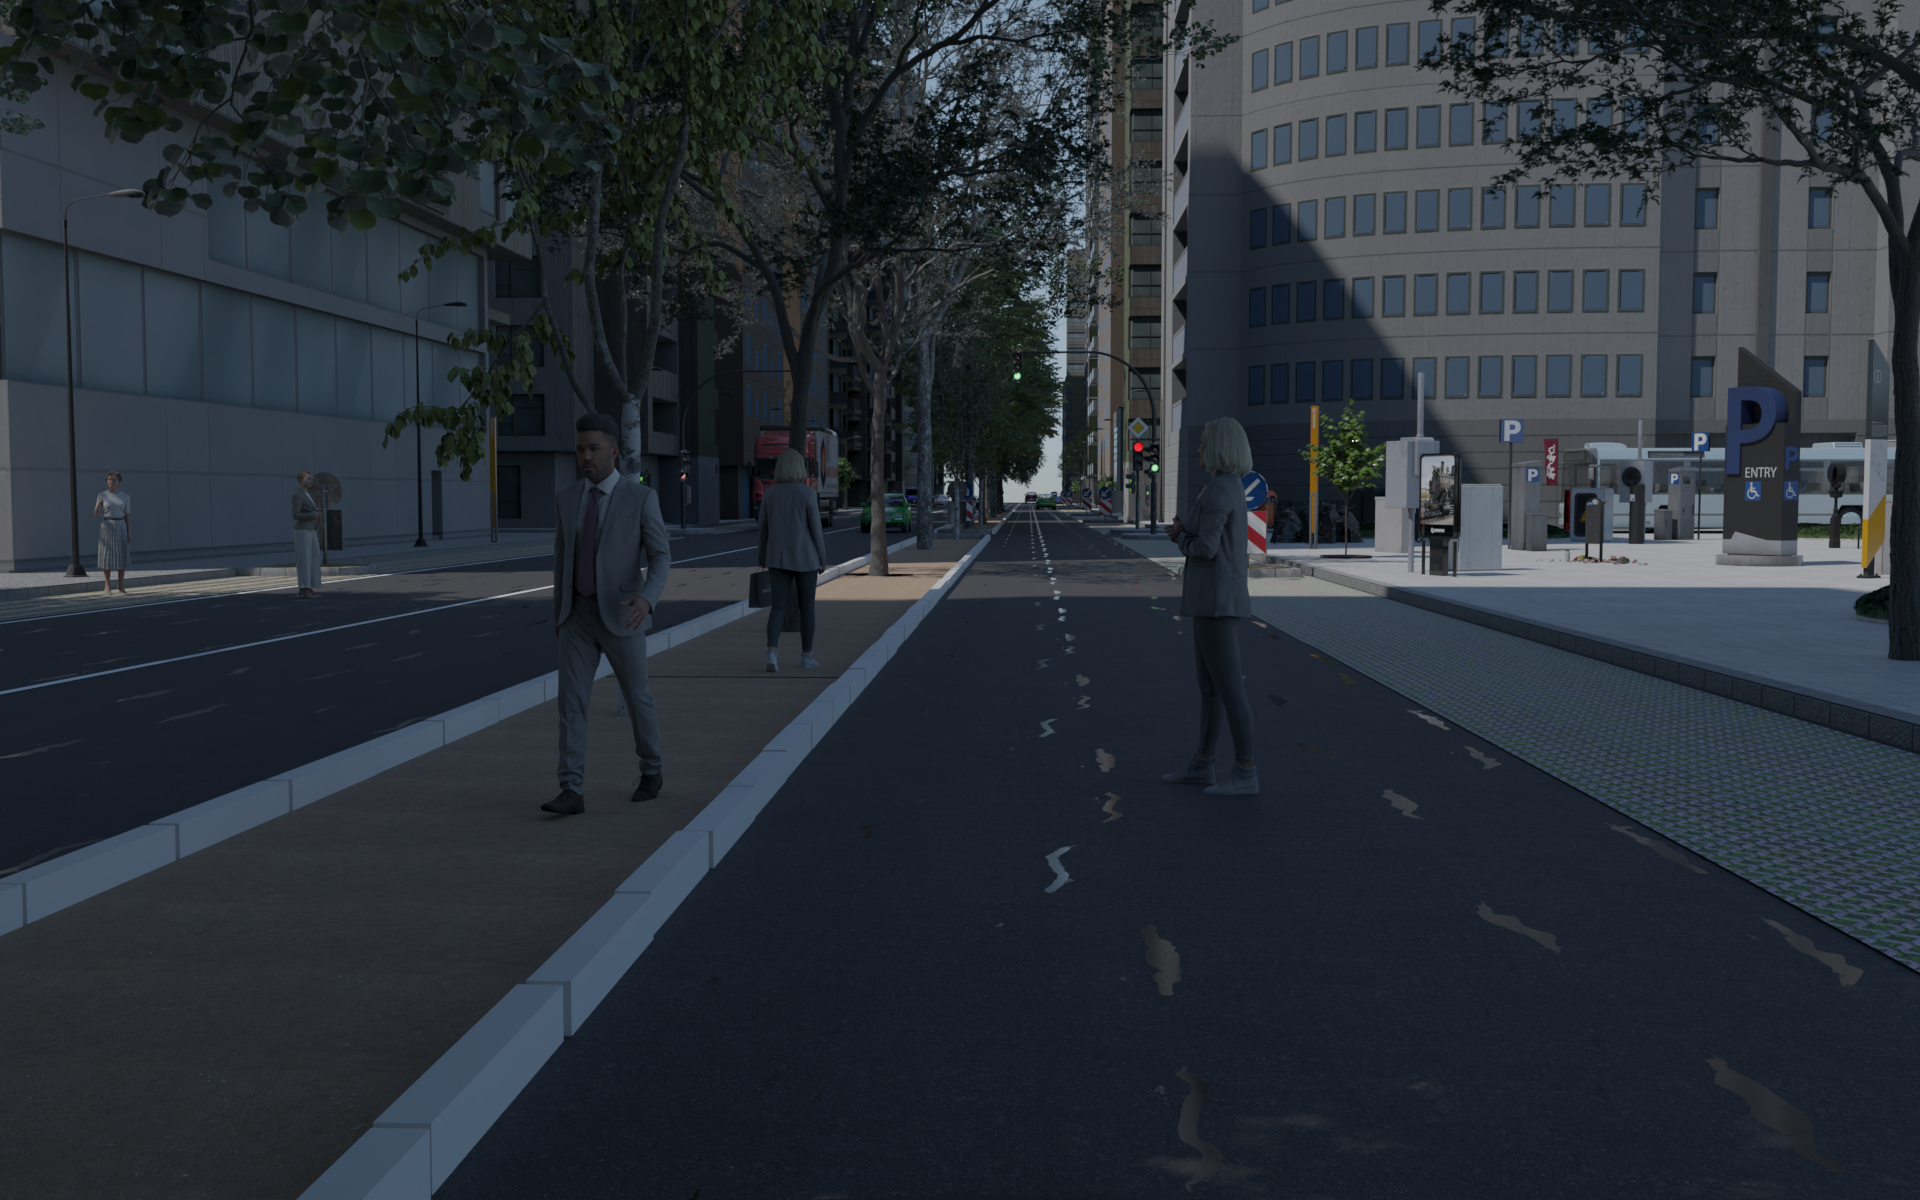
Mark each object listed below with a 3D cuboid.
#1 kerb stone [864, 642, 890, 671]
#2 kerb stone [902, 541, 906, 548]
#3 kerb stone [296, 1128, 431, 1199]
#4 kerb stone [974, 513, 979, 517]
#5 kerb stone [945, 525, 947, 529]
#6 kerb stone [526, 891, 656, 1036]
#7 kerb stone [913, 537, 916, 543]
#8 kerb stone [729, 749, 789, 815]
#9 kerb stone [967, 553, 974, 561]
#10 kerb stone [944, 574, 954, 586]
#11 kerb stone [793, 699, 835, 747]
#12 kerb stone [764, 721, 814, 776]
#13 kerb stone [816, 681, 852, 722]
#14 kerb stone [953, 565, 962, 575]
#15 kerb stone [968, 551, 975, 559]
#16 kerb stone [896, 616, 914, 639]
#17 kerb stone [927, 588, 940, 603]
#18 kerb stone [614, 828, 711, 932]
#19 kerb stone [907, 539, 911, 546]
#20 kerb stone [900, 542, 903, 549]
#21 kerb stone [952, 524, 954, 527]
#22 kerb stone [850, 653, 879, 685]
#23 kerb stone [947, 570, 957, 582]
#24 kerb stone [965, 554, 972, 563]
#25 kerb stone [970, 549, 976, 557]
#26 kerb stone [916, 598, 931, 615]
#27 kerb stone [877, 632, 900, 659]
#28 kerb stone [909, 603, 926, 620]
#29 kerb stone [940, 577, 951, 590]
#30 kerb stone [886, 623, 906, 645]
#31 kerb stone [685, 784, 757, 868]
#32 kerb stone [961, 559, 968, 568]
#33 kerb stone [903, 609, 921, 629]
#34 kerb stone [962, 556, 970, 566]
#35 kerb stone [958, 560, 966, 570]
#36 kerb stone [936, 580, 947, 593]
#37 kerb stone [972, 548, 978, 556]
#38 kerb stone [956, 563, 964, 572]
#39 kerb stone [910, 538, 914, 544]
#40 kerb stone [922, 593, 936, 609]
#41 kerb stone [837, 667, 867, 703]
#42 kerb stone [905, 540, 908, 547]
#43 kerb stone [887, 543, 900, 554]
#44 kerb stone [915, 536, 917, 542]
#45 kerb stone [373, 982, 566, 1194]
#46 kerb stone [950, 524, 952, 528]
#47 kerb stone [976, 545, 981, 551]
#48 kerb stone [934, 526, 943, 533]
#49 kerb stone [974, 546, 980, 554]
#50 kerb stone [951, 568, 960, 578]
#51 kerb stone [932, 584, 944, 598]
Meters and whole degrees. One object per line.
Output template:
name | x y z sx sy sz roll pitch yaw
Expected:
kerb stone | -0.702 0.482 14.310 0.120 0.150 1.000 0 4 2
kerb stone | -1.566 -1.404 45.146 0.120 0.150 1.000 0 4 2
kerb stone | -1.154 1.175 3.014 0.120 0.150 1.000 0 4 2
kerb stone | 1.172 -5.631 114.328 0.120 0.150 1.000 0 4 2
kerb stone | -0.701 -2.753 67.213 0.120 0.150 1.000 0 4 2
kerb stone | -1.067 1.050 5.075 0.120 0.150 1.000 0 4 2
kerb stone | -1.413 -1.655 49.255 0.120 0.150 1.000 0 4 2
kerb stone | -0.949 0.864 8.159 0.120 0.150 1.000 0 4 2
kerb stone | 0.154 -0.835 35.845 0.120 0.150 1.000 0 4 2
kerb stone | -0.210 -0.263 26.619 0.120 0.150 1.000 0 4 2
kerb stone | -0.869 0.734 10.212 0.120 0.150 1.000 0 4 2
kerb stone | -0.912 0.795 9.190 0.120 0.150 1.000 0 4 2
kerb stone | -0.828 0.671 11.236 0.120 0.150 1.000 0 4 2
kerb stone | -0.091 -0.455 29.703 0.120 0.150 1.000 0 4 2
kerb stone | 0.195 -0.897 36.869 0.120 0.150 1.000 0 4 2
kerb stone | -0.578 0.294 17.387 0.120 0.150 1.000 0 4 2
kerb stone | -0.374 -0.020 22.525 0.120 0.150 1.000 0 4 2
kerb stone | -1.037 0.985 6.096 0.120 0.150 1.000 0 4 2
kerb stone | -1.494 -1.528 47.203 0.120 0.150 1.000 0 4 2
kerb stone | -1.612 -1.341 44.125 0.120 0.150 1.000 0 4 2
kerb stone | -0.457 -3.128 73.343 0.120 0.150 1.000 0 4 2
kerb stone | -0.741 0.545 13.287 0.120 0.150 1.000 0 4 2
kerb stone | -0.169 -0.333 27.652 0.120 0.150 1.000 0 4 2
kerb stone | 0.116 -0.772 34.818 0.120 0.150 1.000 0 4 2
kerb stone | 0.230 -0.960 37.891 0.120 0.150 1.000 0 4 2
kerb stone | -0.459 0.109 20.469 0.120 0.150 1.000 0 4 2
kerb stone | -0.654 0.422 15.332 0.120 0.150 1.000 0 4 2
kerb stone | -0.505 0.169 19.433 0.120 0.150 1.000 0 4 2
kerb stone | -0.260 -0.208 25.597 0.120 0.150 1.000 0 4 2
kerb stone | -0.626 0.357 16.361 0.120 0.150 1.000 0 4 2
kerb stone | -0.983 0.926 7.126 0.120 0.150 1.000 0 4 2
kerb stone | 0.024 -0.641 32.770 0.120 0.150 1.000 0 4 2
kerb stone | -0.538 0.234 18.412 0.120 0.150 1.000 0 4 2
kerb stone | 0.073 -0.710 33.797 0.120 0.150 1.000 0 4 2
kerb stone | -0.010 -0.584 31.747 0.120 0.150 1.000 0 4 2
kerb stone | -0.300 -0.143 24.573 0.120 0.150 1.000 0 4 2
kerb stone | 0.281 -1.022 38.912 0.120 0.150 1.000 0 4 2
kerb stone | -0.050 -0.515 30.725 0.120 0.150 1.000 0 4 2
kerb stone | -1.452 -1.592 48.232 0.120 0.150 1.000 0 4 2
kerb stone | -0.414 0.043 21.499 0.120 0.150 1.000 0 4 2
kerb stone | -0.784 0.616 12.258 0.120 0.150 1.000 0 4 2
kerb stone | -1.538 -1.462 46.175 0.120 0.150 1.000 0 4 2
kerb stone | -1.658 -1.278 43.096 0.120 0.150 1.000 0 4 2
kerb stone | -1.373 -1.717 50.277 0.120 0.150 1.000 0 4 2
kerb stone | -1.118 1.111 4.035 0.120 0.150 1.000 0 4 2
kerb stone | -0.534 -3.003 71.300 0.120 0.150 1.000 0 4 2
kerb stone | 0.356 -1.148 40.969 0.120 0.150 1.000 0 4 2
kerb stone | -0.817 -2.565 64.141 0.120 0.150 1.000 0 4 2
kerb stone | 0.318 -1.085 39.943 0.120 0.150 1.000 0 4 2
kerb stone | -0.130 -0.393 28.682 0.120 0.150 1.000 0 4 2
kerb stone | -0.342 -0.079 23.552 0.120 0.150 1.000 0 4 2
